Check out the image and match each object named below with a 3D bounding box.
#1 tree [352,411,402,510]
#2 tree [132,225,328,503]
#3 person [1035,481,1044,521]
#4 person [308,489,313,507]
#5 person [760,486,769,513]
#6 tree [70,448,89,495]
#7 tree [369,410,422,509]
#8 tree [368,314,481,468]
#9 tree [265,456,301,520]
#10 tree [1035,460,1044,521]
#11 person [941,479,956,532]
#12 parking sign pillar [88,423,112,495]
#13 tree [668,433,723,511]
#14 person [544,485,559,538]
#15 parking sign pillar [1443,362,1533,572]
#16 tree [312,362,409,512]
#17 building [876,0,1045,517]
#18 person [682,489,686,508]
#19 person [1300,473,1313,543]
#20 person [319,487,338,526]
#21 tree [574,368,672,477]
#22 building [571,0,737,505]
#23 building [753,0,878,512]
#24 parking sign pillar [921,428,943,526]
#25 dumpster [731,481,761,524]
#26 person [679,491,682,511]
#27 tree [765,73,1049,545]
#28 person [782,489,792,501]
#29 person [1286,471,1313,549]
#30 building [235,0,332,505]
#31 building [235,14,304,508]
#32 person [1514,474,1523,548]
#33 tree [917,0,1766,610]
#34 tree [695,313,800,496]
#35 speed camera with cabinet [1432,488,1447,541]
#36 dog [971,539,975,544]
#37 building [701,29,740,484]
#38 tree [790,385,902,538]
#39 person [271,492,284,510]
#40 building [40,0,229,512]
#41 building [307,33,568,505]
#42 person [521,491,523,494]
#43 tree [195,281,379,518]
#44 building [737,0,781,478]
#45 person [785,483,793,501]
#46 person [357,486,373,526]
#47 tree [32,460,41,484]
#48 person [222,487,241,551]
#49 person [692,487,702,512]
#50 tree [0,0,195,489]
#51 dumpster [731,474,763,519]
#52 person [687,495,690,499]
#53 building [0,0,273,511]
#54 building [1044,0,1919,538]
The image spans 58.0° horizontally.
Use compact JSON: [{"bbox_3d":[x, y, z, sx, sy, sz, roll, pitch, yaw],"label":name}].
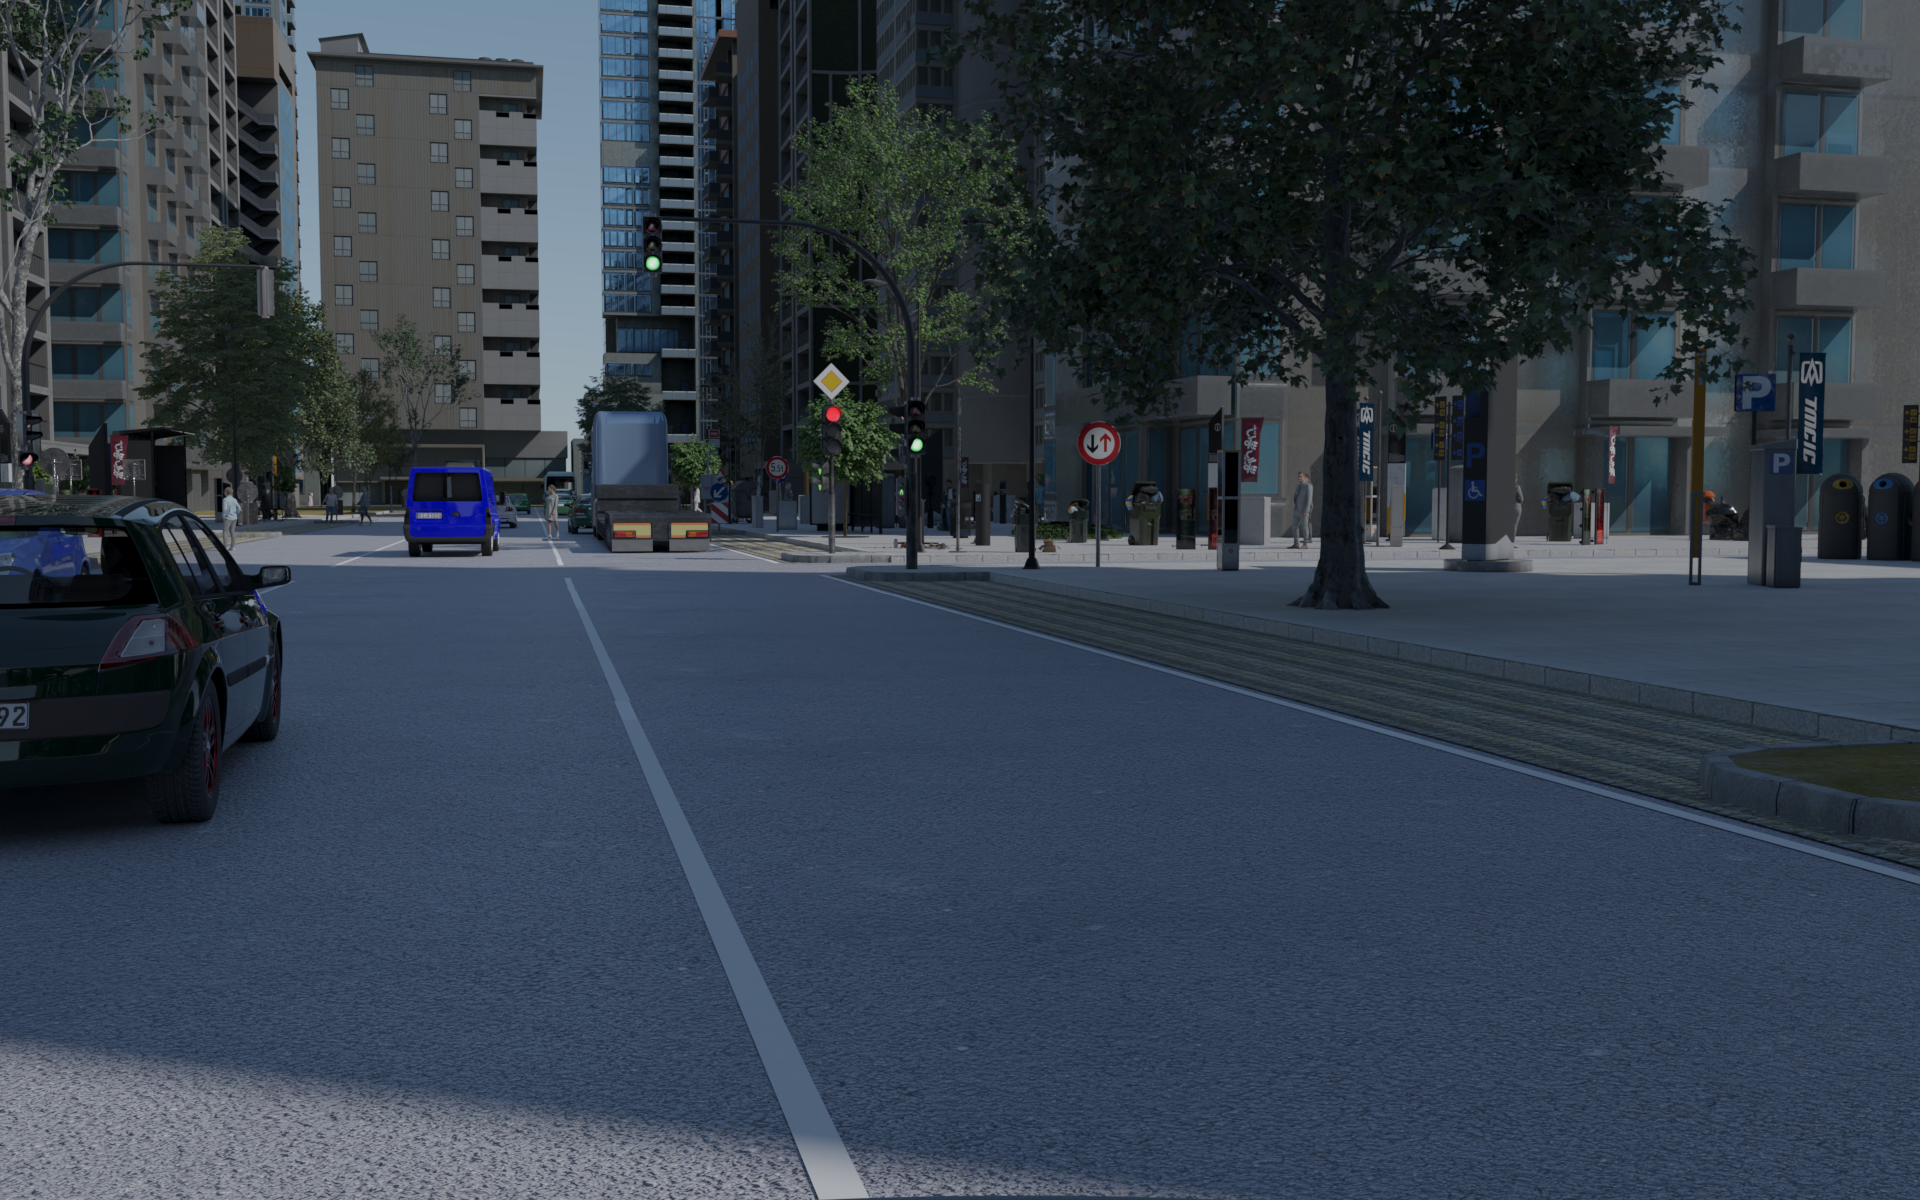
[{"bbox_3d":[-46.920,-11.471,137.919,4.737,8.622,4.395,0,3,0],"label":"tree"},{"bbox_3d":[-31.117,-9.531,73.956,7.486,12.596,7.792,0,3,0],"label":"tree"},{"bbox_3d":[3.365,-4.133,73.486,0.748,1.841,0.638,-3,5,-43],"label":"person"},{"bbox_3d":[-63.550,-9.957,169.514,0.621,1.740,0.551,-2,4,-24],"label":"person"},{"bbox_3d":[-13.253,-6.691,115.580,0.705,1.807,1.348,3,5,43],"label":"person"},{"bbox_3d":[-37.452,-4.817,73.356,1.663,3.219,1.824,0,3,0],"label":"tree"},{"bbox_3d":[-48.643,-12.127,148.638,4.360,8.622,3.978,0,3,0],"label":"tree"},{"bbox_3d":[-56.494,-19.859,180.575,12.611,20.169,13.585,0,3,0],"label":"tree"},{"bbox_3d":[-33.139,-5.555,85.430,1.663,3.219,1.824,0,3,0],"label":"tree"},{"bbox_3d":[4.499,-5.352,82.102,1.663,3.219,1.824,0,3,0],"label":"tree"},{"bbox_3d":[-0.304,-3.168,58.191,0.623,1.781,0.721,0,4,-7],"label":"person"},{"bbox_3d":[-32.821,-4.759,66.281,1.447,3.967,1.447,3,4,39],"label":"parking sign pillar"},{"bbox_3d":[-14.302,-6.681,92.952,4.285,4.588,4.351,0,3,0],"label":"tree"},{"bbox_3d":[-13.247,-2.874,56.247,0.466,1.731,0.760,0,4,-1],"label":"person"},{"bbox_3d":[8.858,-2.475,28.946,1.447,3.967,1.447,3,4,38],"label":"parking sign pillar"},{"bbox_3d":[-42.365,-11.451,121.635,7.601,10.594,8.767,-1,4,-19],"label":"tree"},{"bbox_3d":[8.178,-25.246,104.657,32.217,40.220,23.993,-1,4,-14],"label":"building"},{"bbox_3d":[-26.133,-9.650,163.904,0.705,1.814,1.350,-1,4,-12],"label":"person"},{"bbox_3d":[9.044,-2.422,45.453,0.447,1.846,0.655,0,4,6],"label":"person"},{"bbox_3d":[-27.773,-4.094,76.116,0.731,1.740,0.598,-2,4,-35],"label":"person"},{"bbox_3d":[-34.294,-16.457,175.721,9.857,13.997,8.962,0,3,0],"label":"tree"},{"bbox_3d":[-32.274,-55.020,212.247,31.000,86.520,22.319,-1,4,-14],"label":"building"},{"bbox_3d":[-3.916,-42.137,127.194,20.563,71.187,20.611,-1,4,-14],"label":"building"},{"bbox_3d":[-1.340,-5.018,70.513,1.447,3.967,1.447,0,4,2],"label":"parking sign pillar"},{"bbox_3d":[-9.298,-4.256,75.347,1.264,1.857,1.865,-1,4,-14],"label":"dumpster"},{"bbox_3d":[-17.611,-6.206,108.081,0.480,1.755,0.524,-1,4,-16],"label":"person"},{"bbox_3d":[-1.291,-7.238,44.099,9.928,11.665,9.643,0,3,0],"label":"tree"},{"bbox_3d":[-8.669,-4.936,87.334,0.593,1.750,0.643,3,5,43],"label":"person"},{"bbox_3d":[7.965,-2.094,40.373,0.391,1.810,0.635,-2,4,-31],"label":"person"},{"bbox_3d":[-89.691,-54.173,198.401,31.000,86.520,22.319,-1,4,-14],"label":"building"},{"bbox_3d":[-69.301,-31.155,159.487,14.200,45.320,14.600,-1,4,-14],"label":"building"},{"bbox_3d":[13.134,-2.128,41.111,0.520,1.790,0.573,2,4,31],"label":"person"},{"bbox_3d":[4.227,-6.260,19.362,9.611,12.733,9.660,0,3,0],"label":"tree"},{"bbox_3d":[-8.348,-7.343,70.422,4.360,8.622,3.978,0,3,0],"label":"tree"},{"bbox_3d":[14.046,-3.292,48.162,2.038,3.252,0.660,-2,4,-33],"label":"speed camera with cabinet"},{"bbox_3d":[0.448,-1.641,44.570,0.550,0.427,0.748,1,4,16],"label":"dog"},{"bbox_3d":[-12.943,-31.265,165.810,22.147,44.769,28.867,-1,4,-14],"label":"building"},{"bbox_3d":[-3.383,-4.125,51.160,4.285,4.588,4.351,0,3,0],"label":"tree"},{"bbox_3d":[-55.715,-8.226,141.222,1.217,1.739,0.721,-2,4,-32],"label":"person"},{"bbox_3d":[-63.331,-30.314,115.245,23.786,49.044,30.456,-1,4,-14],"label":"building"},{"bbox_3d":[-61.936,-37.906,208.997,27.495,52.752,28.713,-1,4,-14],"label":"building"},{"bbox_3d":[-44.477,-10.232,176.324,0.617,1.759,0.750,2,4,28],"label":"person"},{"bbox_3d":[-36.196,-10.769,93.077,9.611,12.733,9.660,0,3,0],"label":"tree"},{"bbox_3d":[-10.700,-30.220,144.203,14.600,45.320,14.200,-1,4,-14],"label":"building"},{"bbox_3d":[-7.932,-4.548,80.591,0.526,1.800,0.537,-1,4,-19],"label":"person"},{"bbox_3d":[-26.864,-4.249,78.152,0.728,1.800,0.709,-1,4,-19],"label":"person"},{"bbox_3d":[-32.844,-4.064,61.050,1.663,3.219,1.824,0,3,0],"label":"tree"},{"bbox_3d":[-18.490,-2.051,43.842,0.330,1.601,0.589,2,4,29],"label":"person"},{"bbox_3d":[-14.524,-5.507,95.967,0.818,1.842,0.514,-2,4,-25],"label":"person"},{"bbox_3d":[-23.355,-11.292,40.512,12.611,20.169,13.585,0,3,0],"label":"tree"},{"bbox_3d":[-10.419,-4.988,84.047,1.502,2.255,1.985,-1,4,-14],"label":"dumpster"},{"bbox_3d":[-18.309,-7.005,120.534,1.348,1.831,0.705,0,4,-7],"label":"person"},{"bbox_3d":[-67.667,-42.905,139.755,20.563,71.187,20.611,-1,4,-14],"label":"building"},{"bbox_3d":[18.114,-27.020,61.389,30.456,49.044,23.786,-1,4,-14],"label":"building"}]
